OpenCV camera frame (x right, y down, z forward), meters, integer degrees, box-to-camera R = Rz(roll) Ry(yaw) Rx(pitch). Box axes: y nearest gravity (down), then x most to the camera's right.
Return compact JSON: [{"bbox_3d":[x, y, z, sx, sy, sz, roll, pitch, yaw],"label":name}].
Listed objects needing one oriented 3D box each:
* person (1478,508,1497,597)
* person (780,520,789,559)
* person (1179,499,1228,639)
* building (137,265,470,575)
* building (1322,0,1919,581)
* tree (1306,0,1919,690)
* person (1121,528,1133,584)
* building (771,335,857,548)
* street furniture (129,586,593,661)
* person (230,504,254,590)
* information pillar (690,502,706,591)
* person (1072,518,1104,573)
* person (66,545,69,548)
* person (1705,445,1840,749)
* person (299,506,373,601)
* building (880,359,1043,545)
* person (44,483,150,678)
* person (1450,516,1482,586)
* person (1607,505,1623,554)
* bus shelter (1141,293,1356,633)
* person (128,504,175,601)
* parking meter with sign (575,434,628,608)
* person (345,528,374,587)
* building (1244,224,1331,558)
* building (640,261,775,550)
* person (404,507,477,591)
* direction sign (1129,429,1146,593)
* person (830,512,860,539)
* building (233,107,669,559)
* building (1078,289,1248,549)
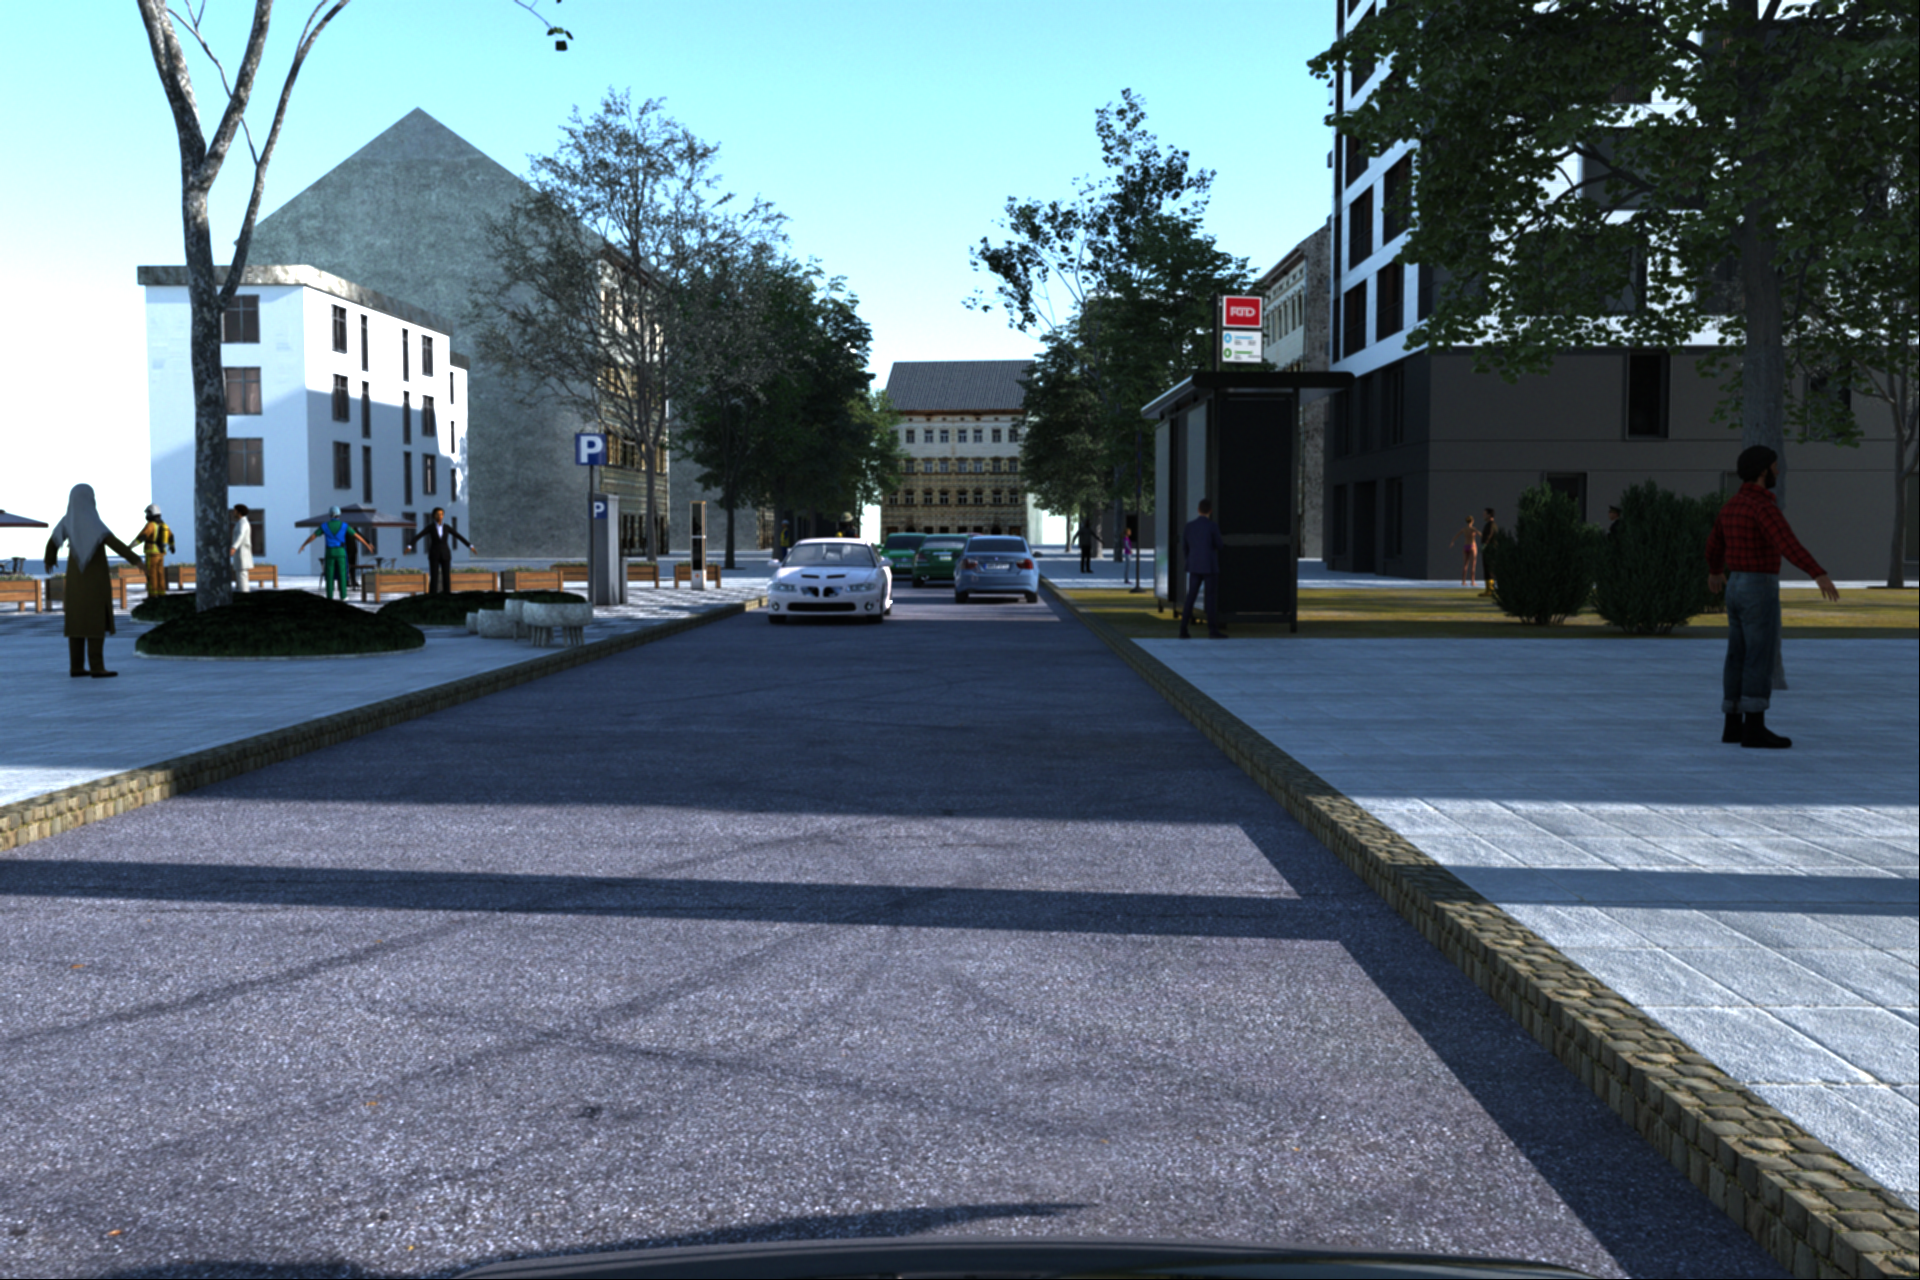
[{"bbox_3d":[10.818,-1.798,35.543,0.704,1.812,1.346,1,4,21],"label":"person"},{"bbox_3d":[-6.166,-3.292,60.282,0.721,1.772,1.216,-1,4,-9],"label":"person"},{"bbox_3d":[2.983,-0.871,21.212,0.530,1.710,0.541,-3,5,-42],"label":"person"},{"bbox_3d":[-24.440,-7.716,68.299,9.099,9.664,28.070,0,4,2],"label":"building"},{"bbox_3d":[26.995,-13.395,62.977,27.936,21.610,32.646,0,4,1],"label":"building"},{"bbox_3d":[6.293,-5.865,14.014,7.486,12.596,7.792,0,3,0],"label":"tree"},{"bbox_3d":[4.380,-2.165,44.665,0.599,1.433,0.991,0,4,3],"label":"person"},{"bbox_3d":[-25.671,-20.344,176.593,27.936,21.610,32.646,0,4,1],"label":"building"},{"bbox_3d":[-7.933,-0.423,22.540,5.734,0.657,10.072,-1,4,-22],"label":"street furniture"},{"bbox_3d":[-12.684,-1.488,30.517,0.705,1.806,1.347,-1,4,-16],"label":"person"},{"bbox_3d":[-5.951,-2.133,39.372,0.304,2.012,0.304,0,4,2],"label":"information pillar"},{"bbox_3d":[4.189,-3.130,57.299,1.348,1.813,0.705,-2,4,-35],"label":"person"},{"bbox_3d":[-23.905,-2.542,47.700,0.704,1.843,1.345,2,4,33],"label":"person"},{"bbox_3d":[4.840,-0.269,10.499,0.704,1.816,1.345,0,4,-4],"label":"person"},{"bbox_3d":[-12.005,-1.662,33.304,1.347,1.817,0.704,-1,4,-17],"label":"person"},{"bbox_3d":[0.539,-23.523,217.987,18.063,23.208,19.493,1,4,8],"label":"building"},{"bbox_3d":[-7.790,-0.539,15.587,1.217,1.736,0.721,1,4,22],"label":"person"},{"bbox_3d":[12.734,-2.224,43.160,0.721,1.733,1.217,-3,5,-44],"label":"person"},{"bbox_3d":[12.718,-1.699,33.722,0.705,1.837,1.347,1,4,20],"label":"person"},{"bbox_3d":[4.032,-2.996,26.624,2.179,5.291,8.768,0,4,0],"label":"bus shelter"},{"bbox_3d":[-15.333,-1.660,32.915,0.705,1.858,1.354,1,4,13],"label":"person"},{"bbox_3d":[-6.351,-2.120,30.928,0.543,3.016,1.738,0,4,3],"label":"parking meter with sign"},{"bbox_3d":[-14.700,-2.177,41.780,0.705,1.806,1.347,2,4,24],"label":"person"},{"bbox_3d":[27.443,-16.437,99.680,19.493,23.208,18.063,0,4,1],"label":"building"},{"bbox_3d":[-25.171,-19.232,145.379,19.493,23.208,18.063,0,3,0],"label":"building"},{"bbox_3d":[-8.897,-1.403,29.665,1.216,1.740,0.721,-2,4,-28],"label":"person"},{"bbox_3d":[3.880,-2.795,37.700,0.379,3.537,0.876,0,4,-1],"label":"direction sign"},{"bbox_3d":[-2.203,-1.569,33.889,1.354,1.856,0.705,2,4,35],"label":"person"},{"bbox_3d":[-27.663,-16.377,98.693,19.493,23.208,18.063,0,4,1],"label":"building"},{"bbox_3d":[24.844,-19.379,160.821,27.936,21.610,32.646,0,4,1],"label":"building"}]
